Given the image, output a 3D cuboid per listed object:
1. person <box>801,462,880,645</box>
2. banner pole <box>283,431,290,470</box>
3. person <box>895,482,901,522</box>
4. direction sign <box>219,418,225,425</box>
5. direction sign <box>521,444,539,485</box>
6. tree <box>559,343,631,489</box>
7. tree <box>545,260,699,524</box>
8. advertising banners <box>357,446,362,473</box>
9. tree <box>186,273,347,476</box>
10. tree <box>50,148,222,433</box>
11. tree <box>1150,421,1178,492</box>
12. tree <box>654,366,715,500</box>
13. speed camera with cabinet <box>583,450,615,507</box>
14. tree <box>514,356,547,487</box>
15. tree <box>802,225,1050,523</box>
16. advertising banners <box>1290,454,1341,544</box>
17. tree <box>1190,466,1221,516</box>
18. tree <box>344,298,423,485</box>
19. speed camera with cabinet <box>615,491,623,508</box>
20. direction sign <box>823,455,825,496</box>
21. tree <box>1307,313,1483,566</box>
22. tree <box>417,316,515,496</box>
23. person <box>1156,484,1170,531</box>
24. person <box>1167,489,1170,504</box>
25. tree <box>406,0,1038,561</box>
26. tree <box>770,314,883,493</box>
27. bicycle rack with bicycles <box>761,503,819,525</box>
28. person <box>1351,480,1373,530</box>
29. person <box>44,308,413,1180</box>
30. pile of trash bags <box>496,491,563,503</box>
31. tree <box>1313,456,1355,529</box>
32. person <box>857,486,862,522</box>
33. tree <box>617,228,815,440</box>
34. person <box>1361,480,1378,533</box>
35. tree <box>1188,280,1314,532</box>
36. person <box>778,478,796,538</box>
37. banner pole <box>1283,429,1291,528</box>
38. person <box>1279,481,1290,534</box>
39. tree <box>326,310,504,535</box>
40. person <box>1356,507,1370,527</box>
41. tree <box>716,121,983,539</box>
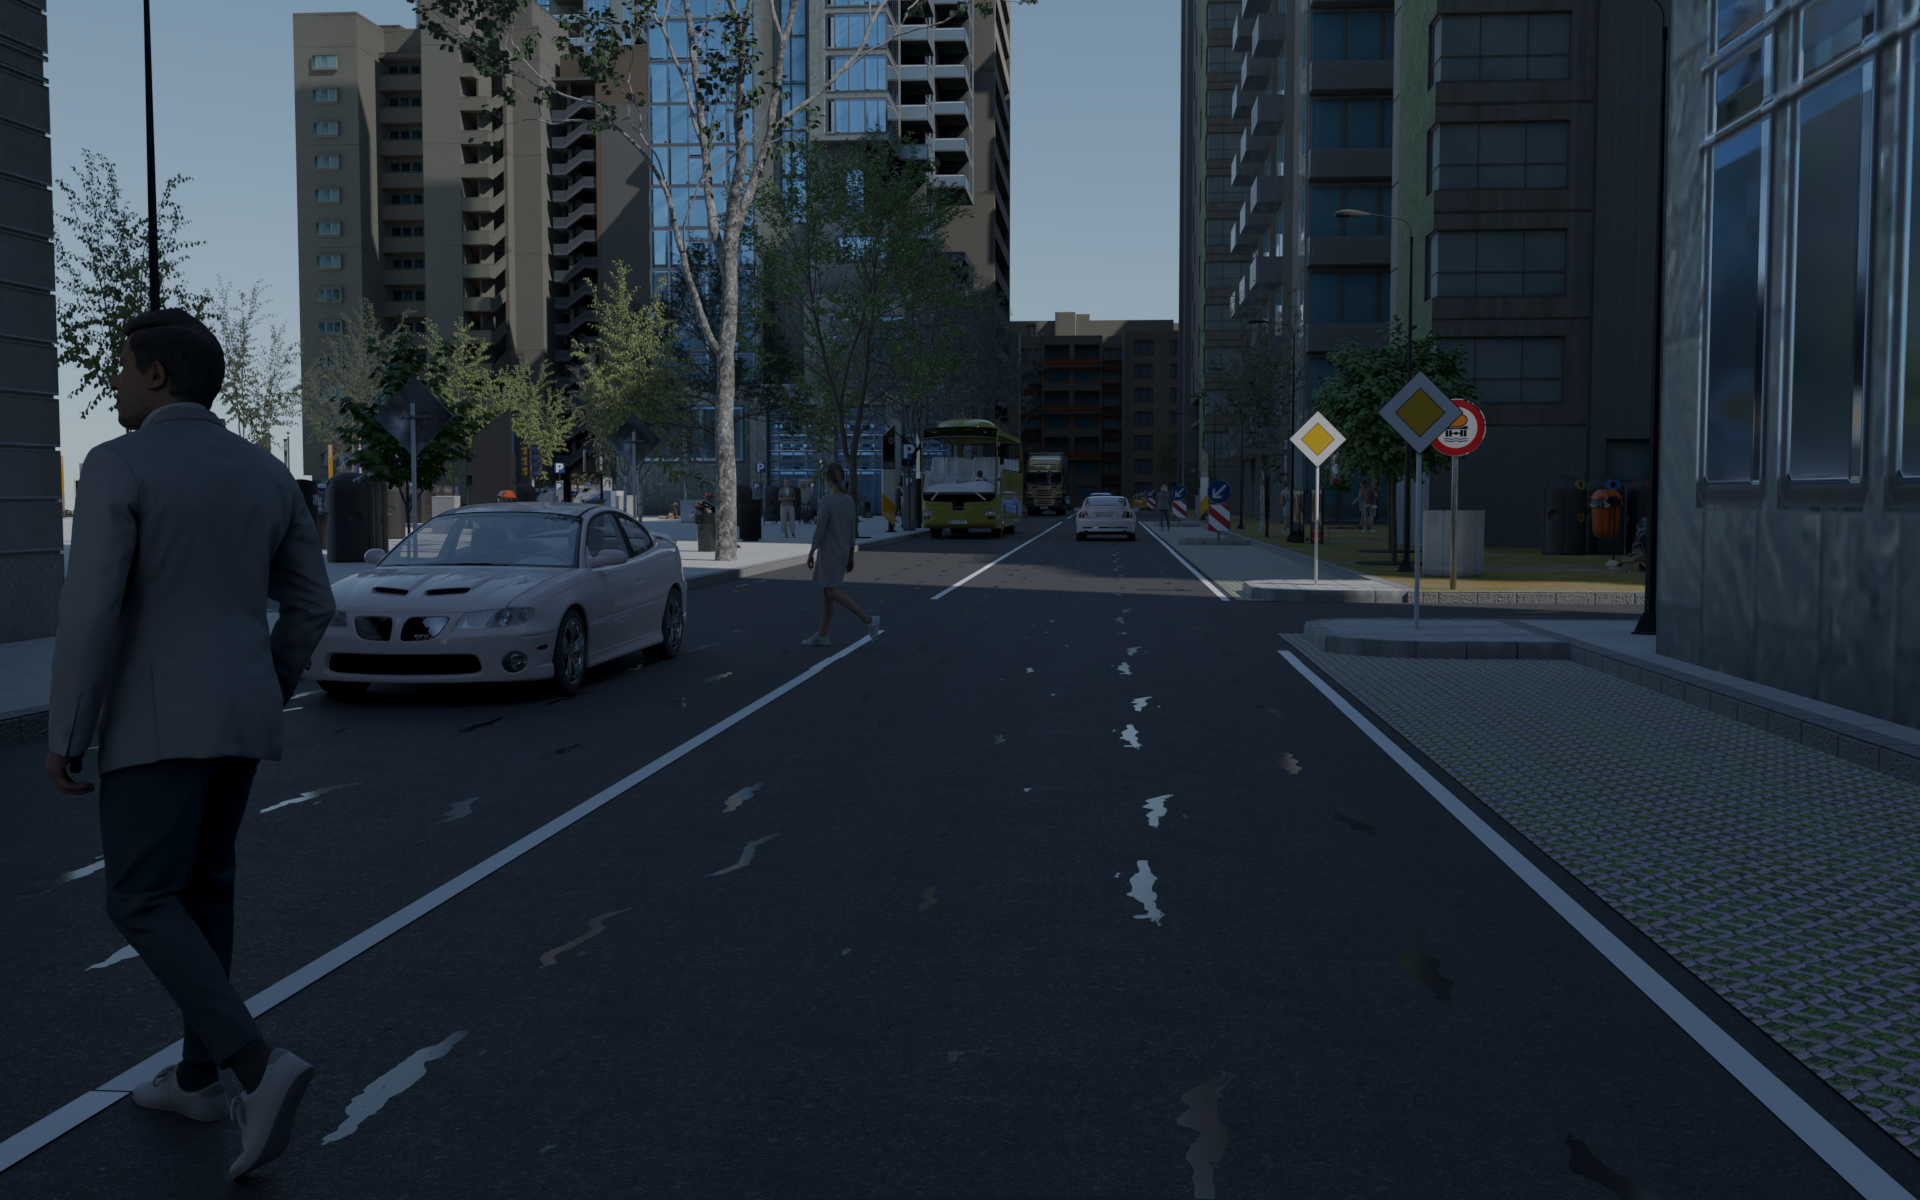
[{"bbox_3d":[-1.126,-0.433,16.326,0.760,1.731,0.466,0,4,3],"label":"person"},{"bbox_3d":[-26.795,-4.831,68.999,0.401,3.779,0.863,0,4,-5],"label":"banner pole"},{"bbox_3d":[-2.775,-4.540,80.046,0.755,1.850,0.659,-1,4,-12],"label":"person"},{"bbox_3d":[-22.359,-3.653,51.729,0.876,3.537,0.379,-3,5,-42],"label":"direction sign"},{"bbox_3d":[-19.626,-5.325,79.053,0.876,3.537,0.379,1,4,16],"label":"direction sign"},{"bbox_3d":[-17.553,-8.269,85.557,4.360,8.622,3.978,0,3,0],"label":"tree"},{"bbox_3d":[-10.068,-6.352,54.219,4.737,8.622,4.395,0,3,0],"label":"tree"},{"bbox_3d":[-15.822,-3.001,45.262,0.090,3.025,2.074,0,4,-7],"label":"advertising banners"},{"bbox_3d":[-24.010,-6.622,58.634,4.360,8.622,3.978,0,3,0],"label":"tree"},{"bbox_3d":[-17.771,-5.303,37.070,4.737,8.622,4.395,0,3,0],"label":"tree"},{"bbox_3d":[21.136,-13.811,176.169,4.737,8.622,4.395,0,3,0],"label":"tree"},{"bbox_3d":[-15.650,-9.040,98.174,4.360,8.622,3.978,0,3,0],"label":"tree"},{"bbox_3d":[-16.583,-5.116,77.983,0.660,3.252,2.038,2,4,28],"label":"speed camera with cabinet"},{"bbox_3d":[-22.704,-8.720,92.934,4.737,8.622,4.395,0,3,0],"label":"tree"},{"bbox_3d":[-1.881,-10.188,76.950,12.009,13.543,11.850,0,3,0],"label":"tree"},{"bbox_3d":[9.173,-2.956,44.520,0.090,3.025,2.074,-2,4,-27],"label":"advertising banners"},{"bbox_3d":[14.533,-6.523,101.254,1.663,3.219,1.824,0,3,0],"label":"tree"},{"bbox_3d":[-21.527,-6.978,64.461,4.360,8.622,3.978,0,3,0],"label":"tree"},{"bbox_3d":[-18.379,-5.927,91.245,0.660,3.252,2.038,-3,5,-42],"label":"speed camera with cabinet"},{"bbox_3d":[-7.627,-6.424,97.033,0.379,3.537,0.876,0,4,-5],"label":"direction sign"},{"bbox_3d":[7.980,-2.933,31.676,4.285,4.588,4.351,0,3,0],"label":"tree"},{"bbox_3d":[-20.862,-7.367,70.820,4.737,8.622,4.395,0,3,0],"label":"tree"},{"bbox_3d":[7.815,-3.544,66.619,0.537,1.800,0.526,1,4,15],"label":"person"},{"bbox_3d":[19.908,-9.834,166.702,0.599,1.838,0.709,-1,4,-10],"label":"person"},{"bbox_3d":[-4.384,-10.908,34.234,12.611,20.169,13.585,0,3,0],"label":"tree"},{"bbox_3d":[-5.236,-7.209,68.234,4.737,8.622,4.395,0,3,0],"label":"tree"},{"bbox_3d":[-7.017,-3.676,73.489,2.852,0.926,2.925,1,4,13],"label":"bicycle rack with bicycles"},{"bbox_3d":[14.564,-3.428,62.365,0.678,1.792,0.850,-3,4,-39],"label":"person"},{"bbox_3d":[-1.641,0.277,3.819,0.795,1.843,0.661,2,4,29],"label":"person"},{"bbox_3d":[-10.976,-2.080,43.760,1.912,1.369,3.447,-2,4,-35],"label":"pile of trash bags"},{"bbox_3d":[14.243,-4.276,64.516,1.663,3.219,1.824,0,3,0],"label":"tree"},{"bbox_3d":[-4.648,-4.359,77.706,0.661,1.777,0.834,3,5,44],"label":"person"},{"bbox_3d":[-8.602,-7.773,61.505,7.601,10.594,8.767,0,4,1],"label":"tree"},{"bbox_3d":[13.705,-3.170,57.844,0.580,1.828,0.573,0,4,-7],"label":"person"},{"bbox_3d":[10.117,-6.623,58.648,4.360,8.622,3.978,0,3,0],"label":"tree"},{"bbox_3d":[-5.057,-2.699,50.717,0.519,1.759,0.362,-1,4,-10],"label":"person"},{"bbox_3d":[12.561,-4.685,66.613,0.401,3.779,0.863,0,4,-7],"label":"banner pole"},{"bbox_3d":[10.437,-2.954,55.347,0.522,1.701,0.512,-2,4,-30],"label":"person"},{"bbox_3d":[-5.970,-1.461,18.483,1.663,3.219,1.824,0,3,0],"label":"tree"},{"bbox_3d":[15.598,-3.711,66.823,0.767,1.812,0.694,0,4,-2],"label":"person"},{"bbox_3d":[-3.192,-7.580,49.688,9.928,11.665,9.643,0,3,0],"label":"tree"}]
